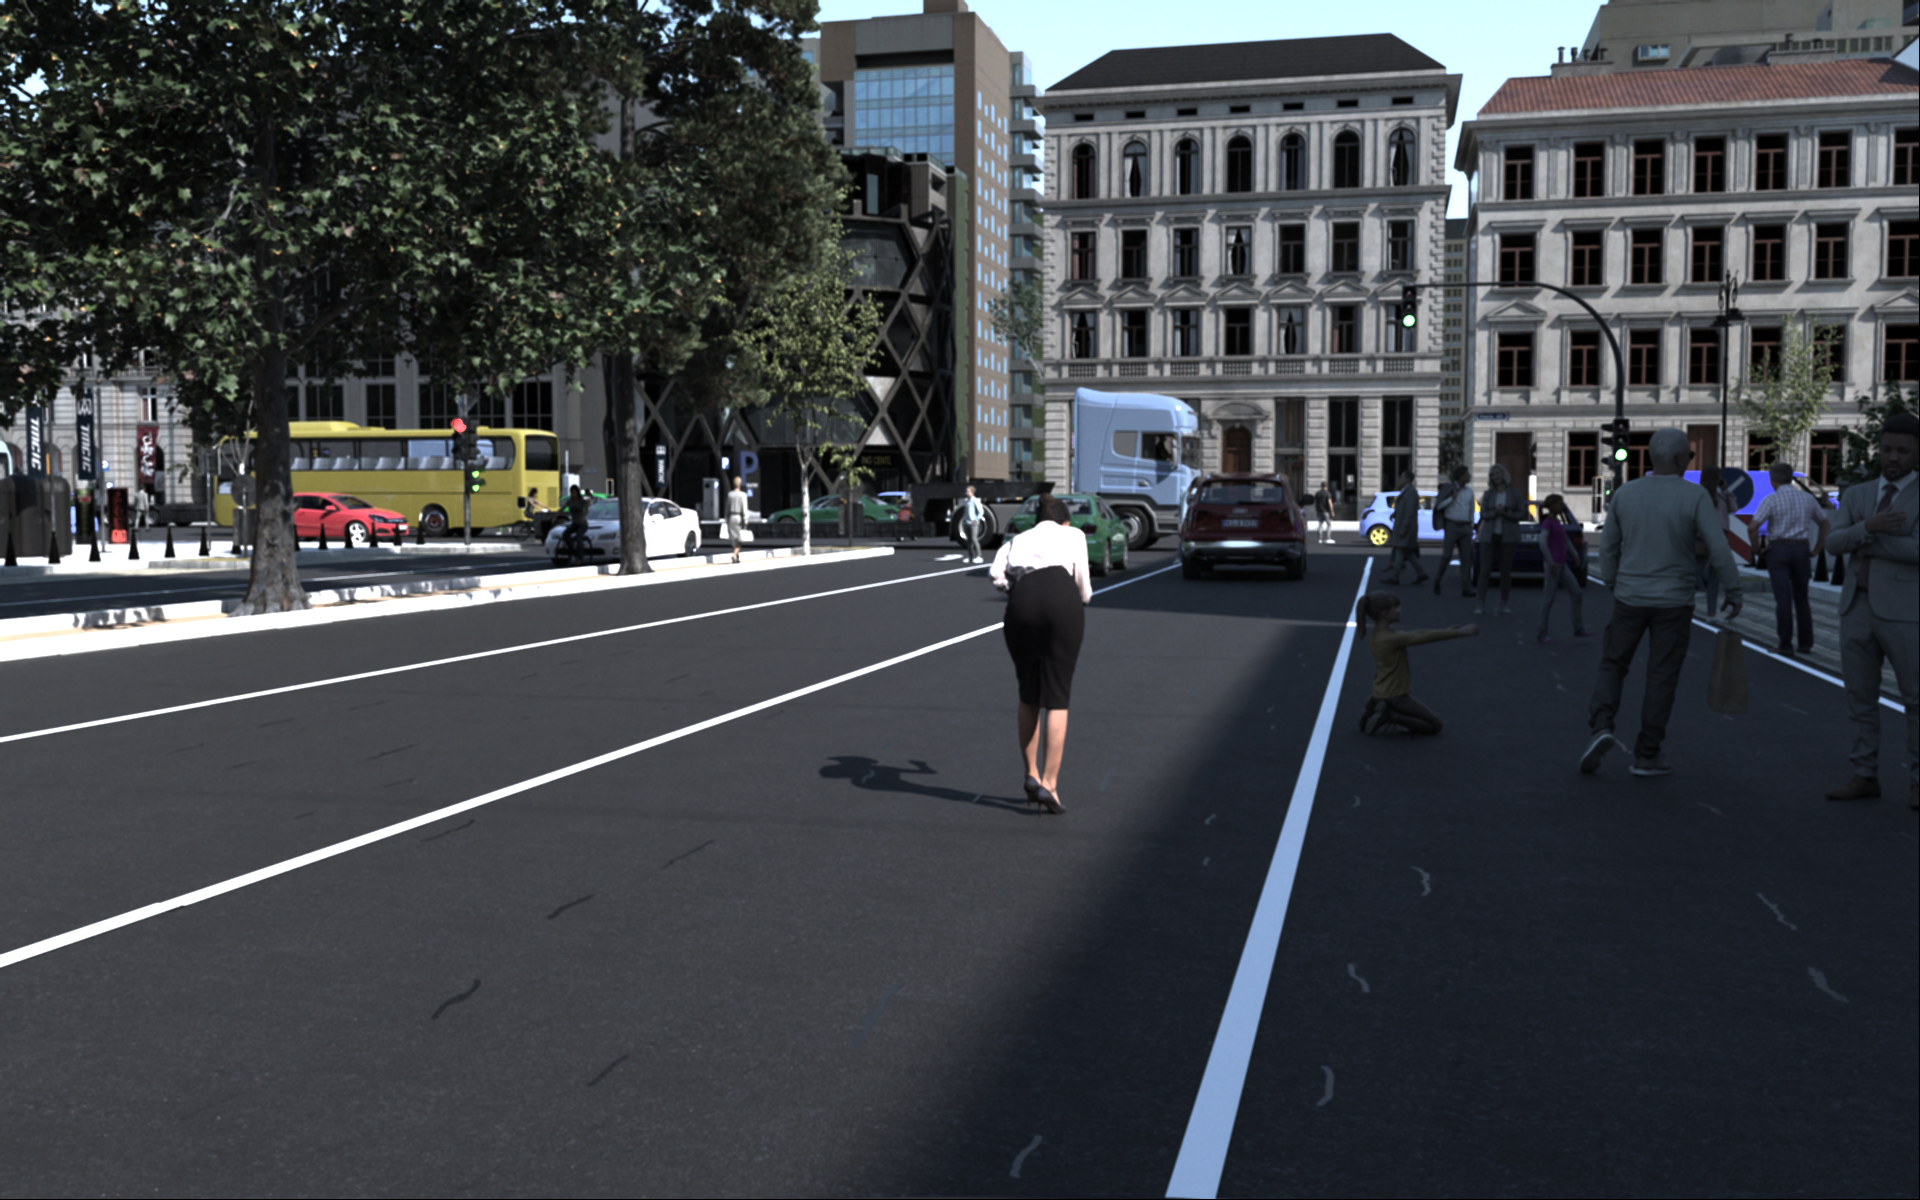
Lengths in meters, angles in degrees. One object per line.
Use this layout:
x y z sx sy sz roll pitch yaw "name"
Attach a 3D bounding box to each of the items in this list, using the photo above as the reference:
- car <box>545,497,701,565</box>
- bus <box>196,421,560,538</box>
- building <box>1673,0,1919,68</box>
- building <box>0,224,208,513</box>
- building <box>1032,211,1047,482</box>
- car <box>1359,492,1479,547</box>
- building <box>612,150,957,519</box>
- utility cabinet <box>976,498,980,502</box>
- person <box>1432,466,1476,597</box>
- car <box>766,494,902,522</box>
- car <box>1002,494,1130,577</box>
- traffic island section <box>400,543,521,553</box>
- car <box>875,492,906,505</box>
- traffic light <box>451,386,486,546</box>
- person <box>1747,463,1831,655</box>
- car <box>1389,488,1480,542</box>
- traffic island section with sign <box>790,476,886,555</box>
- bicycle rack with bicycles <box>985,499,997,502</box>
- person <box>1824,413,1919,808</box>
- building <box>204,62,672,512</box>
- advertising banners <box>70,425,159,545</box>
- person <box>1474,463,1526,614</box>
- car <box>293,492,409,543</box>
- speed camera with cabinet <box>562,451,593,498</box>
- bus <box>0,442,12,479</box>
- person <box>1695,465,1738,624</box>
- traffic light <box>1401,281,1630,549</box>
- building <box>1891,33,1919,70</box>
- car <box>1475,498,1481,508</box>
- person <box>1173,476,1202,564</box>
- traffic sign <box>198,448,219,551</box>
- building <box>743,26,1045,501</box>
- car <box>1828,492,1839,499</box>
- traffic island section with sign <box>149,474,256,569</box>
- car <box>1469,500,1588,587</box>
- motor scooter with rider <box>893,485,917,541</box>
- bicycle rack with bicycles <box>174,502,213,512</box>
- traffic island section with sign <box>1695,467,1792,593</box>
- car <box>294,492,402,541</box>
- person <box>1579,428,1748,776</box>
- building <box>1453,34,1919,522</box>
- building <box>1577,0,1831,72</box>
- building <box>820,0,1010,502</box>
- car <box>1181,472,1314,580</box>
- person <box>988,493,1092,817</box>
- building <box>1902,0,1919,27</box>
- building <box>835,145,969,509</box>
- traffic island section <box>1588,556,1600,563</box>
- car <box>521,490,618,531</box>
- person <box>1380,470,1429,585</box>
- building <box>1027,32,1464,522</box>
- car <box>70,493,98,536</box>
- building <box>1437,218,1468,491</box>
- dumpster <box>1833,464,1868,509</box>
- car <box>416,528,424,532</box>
-6.992 -1.467 36.352 2.083 1.381 4.827 1 4 13 "car"
-19.656 -4.101 58.593 12.252 3.916 2.896 1 4 15 "bus"
70.113 -27.414 140.099 32.217 40.220 23.993 1 4 14 "building"
-52.580 -16.001 103.423 24.055 21.916 13.314 1 4 14 "building"
8.562 -34.822 252.932 14.086 41.232 14.154 1 4 14 "building"
12.730 -2.291 47.050 3.694 1.707 1.945 1 4 15 "car"
-8.426 -13.877 94.335 16.811 18.784 16.820 1 4 14 "building"
0.955 -6.806 119.949 0.318 1.500 1.173 -3 4 -36 "utility cabinet"
6.964 -0.968 24.426 0.679 1.850 0.850 -1 4 -19 "person"
-4.183 -2.861 58.569 4.920 1.459 2.131 1 4 15 "car"
1.967 -1.206 31.518 2.131 1.459 4.920 1 4 12 "car"
-12.309 -1.282 43.244 2.009 0.180 2.903 1 4 14 "traffic island section"
-2.569 -3.258 62.852 3.694 1.707 1.945 1 4 15 "car"
-12.272 -3.314 43.100 0.839 4.253 0.868 1 4 14 "traffic light"
7.362 -0.369 15.477 0.756 1.711 0.436 0 4 4 "person"
14.148 -2.456 50.377 3.980 1.641 2.015 1 4 15 "car"
-2.775 -2.018 41.136 2.006 1.907 1.989 1 4 14 "traffic island section with sign"
2.188 -6.672 122.464 2.925 0.926 2.852 0 4 7 "bicycle rack with bicycles"
4.257 0.043 7.983 0.511 1.800 0.466 3 5 39 "person"
-29.055 -18.640 98.264 24.014 27.812 14.314 1 4 14 "building"
-21.441 -2.924 43.999 2.074 3.025 0.090 -1 4 -23 "advertising banners"
6.478 -0.738 20.743 0.537 1.800 0.526 2 4 31 "person"
-17.921 -2.471 49.440 4.494 1.783 2.155 1 4 13 "car"
-17.414 -5.168 78.839 0.660 3.252 2.038 -3 4 -38 "speed camera with cabinet"
-40.287 -4.093 61.785 13.247 3.499 2.948 1 4 14 "bus"
8.233 -0.621 19.239 0.593 1.750 0.643 -2 4 -25 "person"
11.854 -3.814 37.024 4.771 5.953 1.251 1 4 14 "traffic light"
62.147 -16.753 78.433 34.151 26.468 19.350 1 4 14 "building"
16.884 -3.167 62.000 3.980 1.641 2.015 1 4 12 "car"
4.664 -1.614 35.149 0.793 1.790 0.793 0 4 -6 "person"
-16.804 -2.239 38.744 0.606 2.300 0.079 1 4 22 "traffic sign"
-7.053 -34.362 181.426 30.456 49.044 23.786 1 4 14 "building"
28.918 -2.915 57.248 3.694 1.707 1.945 1 4 12 "car"
-14.307 -1.537 33.759 1.989 1.847 2.006 1 4 14 "traffic island section with sign"
9.165 -0.954 28.181 1.945 1.354 3.894 1 4 14 "car"
-1.639 -2.697 53.065 0.876 1.779 1.986 1 4 15 "motor scooter with rider"
-36.526 -4.266 83.137 2.852 0.926 2.925 -1 4 -13 "bicycle rack with bicycles"
11.312 -1.066 26.056 1.989 1.847 2.006 1 4 14 "traffic island section with sign"
-19.451 -2.748 53.966 4.494 1.783 2.155 1 4 14 "car"
3.595 0.014 8.756 0.782 1.767 0.515 3 4 38 "person"
34.302 -15.011 81.579 21.152 22.565 11.583 1 4 14 "building"
70.145 -33.033 163.785 21.300 48.544 21.600 1 4 14 "building"
-3.684 -31.230 160.721 14.600 45.320 14.200 1 4 14 "building"
5.091 -1.343 30.632 2.281 1.827 5.304 1 4 12 "car"
0.420 0.226 7.989 0.628 1.438 0.799 -1 4 -22 "person"
98.024 -37.598 156.724 28.212 58.520 21.231 1 4 14 "building"
-7.679 -22.988 147.560 14.160 30.474 14.107 1 4 14 "building"
13.942 -0.886 36.766 2.009 0.180 2.903 1 4 14 "traffic island section"
-13.924 -3.358 63.698 4.718 1.807 1.959 1 4 13 "car"
7.043 -1.151 27.419 0.767 1.812 0.694 1 4 14 "person"
14.174 -15.710 85.738 19.941 23.489 11.050 1 4 14 "building"
-27.401 -2.534 51.028 3.694 1.707 1.945 1 4 15 "car"
71.147 -33.923 246.519 23.993 40.220 32.217 1 4 14 "building"
16.379 -1.526 30.710 1.264 1.857 1.865 1 4 14 "dumpster"
-22.038 -3.272 65.860 4.827 1.381 2.083 1 4 16 "car"
